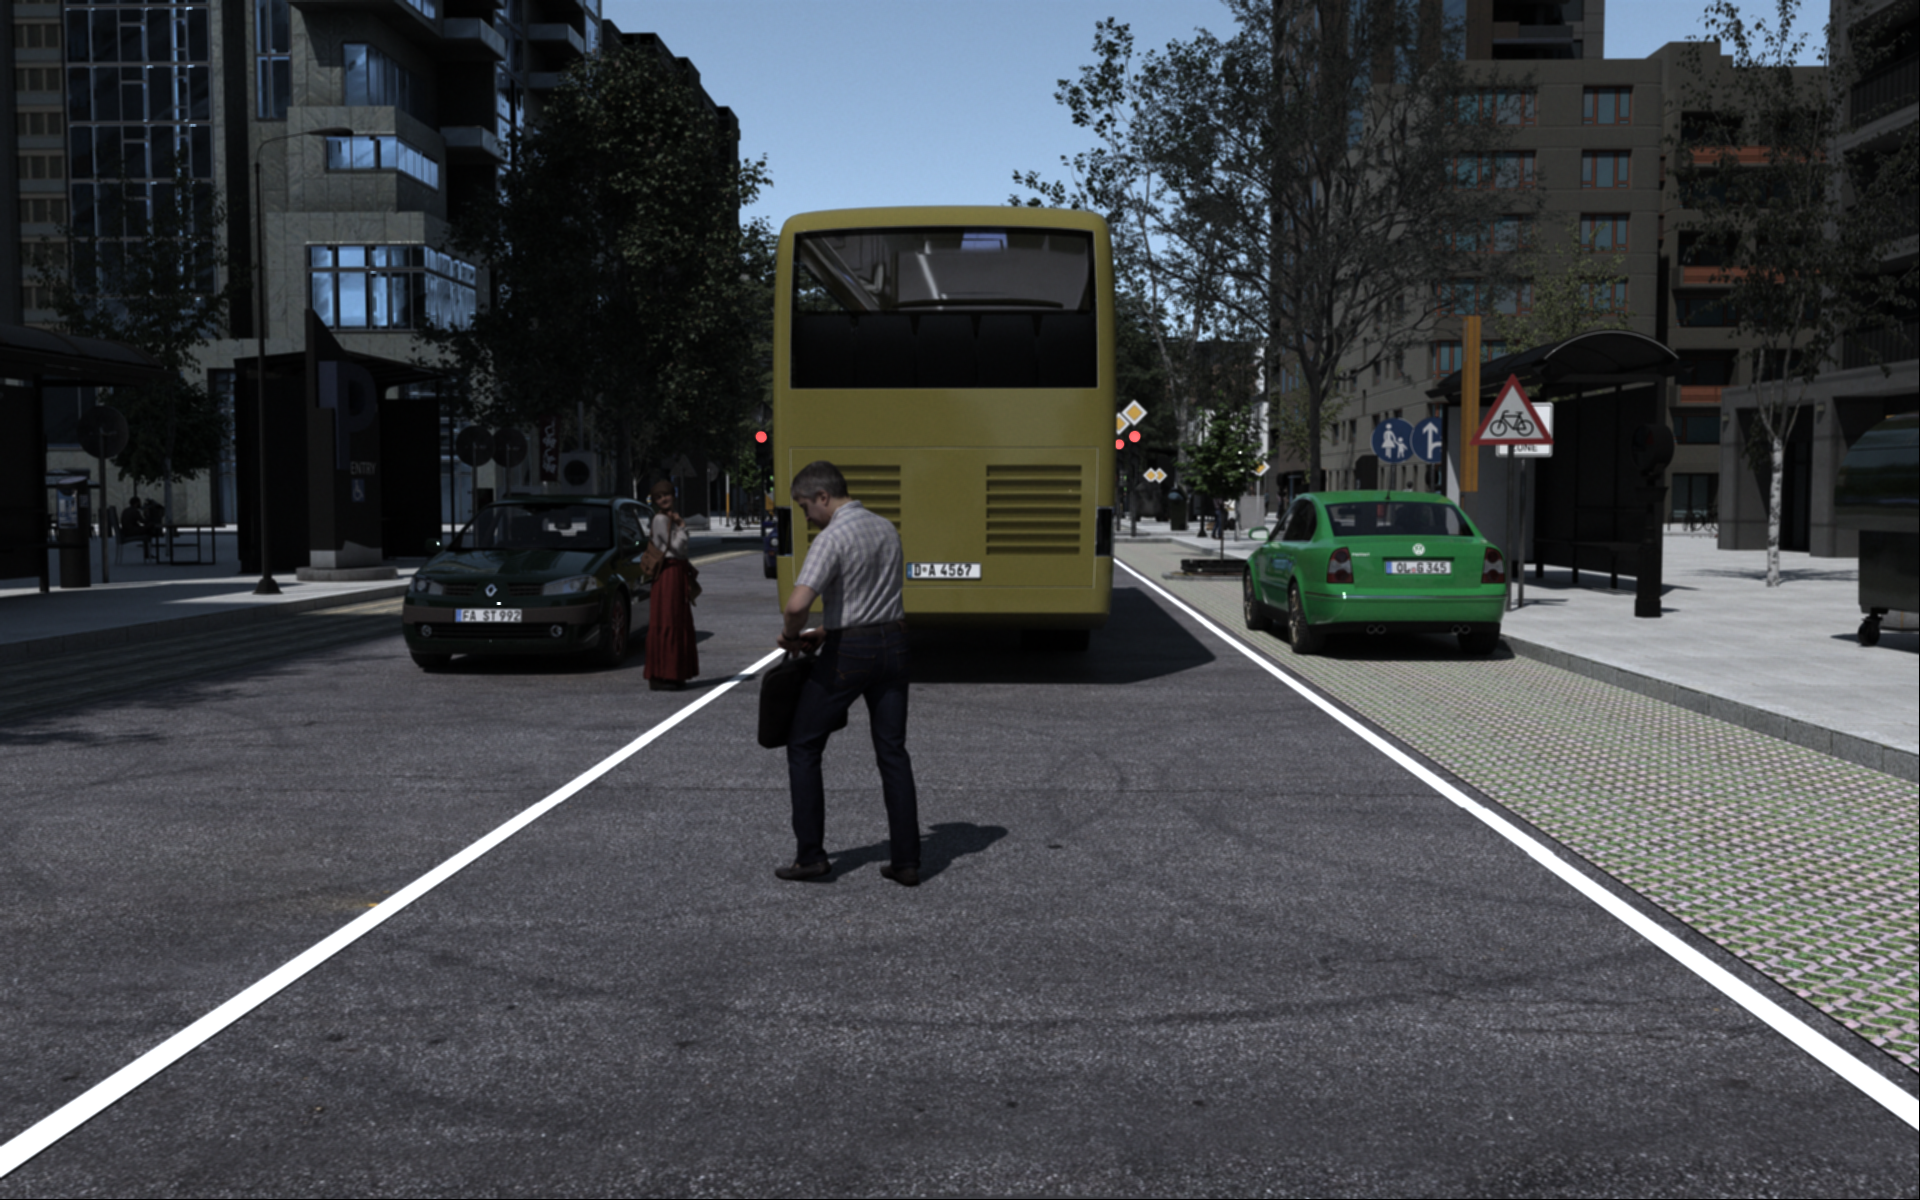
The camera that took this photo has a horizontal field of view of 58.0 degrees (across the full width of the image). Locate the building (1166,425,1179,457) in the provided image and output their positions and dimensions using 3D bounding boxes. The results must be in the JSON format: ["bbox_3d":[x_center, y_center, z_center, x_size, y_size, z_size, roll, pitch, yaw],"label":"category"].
[{"bbox_3d":[27.636,-14.882,185.467,9.099,9.664,28.070,0,4,2],"label":"building"}]

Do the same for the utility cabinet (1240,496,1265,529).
[{"bbox_3d":[10.636,-3.199,63.458,1.020,1.237,0.306,0,4,-3],"label":"utility cabinet"}]

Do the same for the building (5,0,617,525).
[{"bbox_3d":[-29.865,-47.239,85.025,22.319,86.520,31.000,0,4,2],"label":"building"}]

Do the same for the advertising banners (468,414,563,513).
[{"bbox_3d":[-9.679,-2.543,37.763,2.074,3.025,0.090,0,4,0],"label":"advertising banners"}]

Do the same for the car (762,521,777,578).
[{"bbox_3d":[-2.469,-1.109,30.707,1.945,1.354,3.894,0,4,0],"label":"car"}]

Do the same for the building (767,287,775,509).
[{"bbox_3d":[-23.663,-18.168,163.507,16.747,18.905,31.486,0,4,2],"label":"building"}]

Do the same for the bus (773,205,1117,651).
[{"bbox_3d":[0.140,-1.661,18.697,2.896,3.916,12.252,0,4,2],"label":"bus"}]

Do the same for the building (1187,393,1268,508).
[{"bbox_3d":[26.228,-13.170,157.481,9.099,9.664,28.070,0,4,2],"label":"building"}]

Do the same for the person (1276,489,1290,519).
[{"bbox_3d":[16.367,-4.904,88.188,0.435,1.587,0.963,-2,4,-27],"label":"person"}]

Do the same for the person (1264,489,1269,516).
[{"bbox_3d":[17.546,-5.583,99.531,0.499,1.552,0.429,-1,4,-13],"label":"person"}]

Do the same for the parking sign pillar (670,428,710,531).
[{"bbox_3d":[-9.417,-4.386,60.191,1.447,3.967,1.447,3,5,43],"label":"parking sign pillar"}]

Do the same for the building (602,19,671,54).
[{"bbox_3d":[-24.438,-20.671,109.680,14.160,30.474,14.107,0,4,2],"label":"building"}]

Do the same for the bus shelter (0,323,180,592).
[{"bbox_3d":[-11.345,-1.599,20.075,2.014,3.302,5.546,0,4,2],"label":"bus shelter"}]

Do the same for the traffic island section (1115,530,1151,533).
[{"bbox_3d":[5.464,-2.281,59.582,2.009,0.180,2.903,0,4,2],"label":"traffic island section"}]

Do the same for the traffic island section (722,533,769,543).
[{"bbox_3d":[-5.922,-1.817,51.983,2.009,0.180,2.903,0,4,2],"label":"traffic island section"}]

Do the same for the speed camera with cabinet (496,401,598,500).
[{"bbox_3d":[-8.787,-2.600,36.851,2.038,3.252,0.660,0,4,-1],"label":"speed camera with cabinet"}]

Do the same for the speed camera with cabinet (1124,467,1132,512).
[{"bbox_3d":[12.221,-8.098,126.731,0.660,3.252,2.038,1,4,12],"label":"speed camera with cabinet"}]

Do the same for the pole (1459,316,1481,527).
[{"bbox_3d":[5.877,-1.599,19.988,0.158,3.312,0.155,0,3,0],"label":"pole"}]

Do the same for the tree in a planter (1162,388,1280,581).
[{"bbox_3d":[4.432,-1.954,29.175,1.991,3.239,1.994,0,4,2],"label":"tree in a planter"}]

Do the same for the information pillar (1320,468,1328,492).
[{"bbox_3d":[10.349,-2.759,49.600,0.304,2.012,0.304,0,4,7],"label":"information pillar"}]

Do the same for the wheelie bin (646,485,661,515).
[{"bbox_3d":[-10.963,-3.376,63.104,0.693,1.594,0.980,2,4,29],"label":"wheelie bin"}]

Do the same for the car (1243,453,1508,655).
[{"bbox_3d":[3.872,-0.487,16.758,1.959,1.807,4.718,0,4,1],"label":"car"}]

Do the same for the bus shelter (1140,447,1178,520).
[{"bbox_3d":[10.326,-5.977,89.010,1.731,3.624,6.357,0,4,2],"label":"bus shelter"}]

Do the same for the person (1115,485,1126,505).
[{"bbox_3d":[8.401,-5.234,92.156,0.750,1.759,0.617,-3,5,-40],"label":"person"}]

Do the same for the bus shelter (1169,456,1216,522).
[{"bbox_3d":[11.149,-5.403,82.266,2.014,3.302,5.546,0,4,2],"label":"bus shelter"}]

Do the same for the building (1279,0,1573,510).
[{"bbox_3d":[27.416,-27.779,104.290,14.600,45.320,14.200,0,4,2],"label":"building"}]

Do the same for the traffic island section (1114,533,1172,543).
[{"bbox_3d":[5.193,-1.793,51.602,2.009,0.180,2.903,0,4,2],"label":"traffic island section"}]

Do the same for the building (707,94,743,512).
[{"bbox_3d":[-23.683,-21.532,123.744,14.160,30.474,14.107,0,4,2],"label":"building"}]

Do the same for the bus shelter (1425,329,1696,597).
[{"bbox_3d":[8.098,-1.843,24.062,2.014,3.302,5.546,0,4,2],"label":"bus shelter"}]

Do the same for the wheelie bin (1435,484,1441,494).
[{"bbox_3d":[9.806,-1.653,34.935,0.693,1.594,0.980,1,4,18],"label":"wheelie bin"}]

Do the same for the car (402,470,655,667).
[{"bbox_3d":[-3.639,-0.356,15.608,2.009,1.686,4.222,0,4,2],"label":"car"}]

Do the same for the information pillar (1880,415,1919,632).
[{"bbox_3d":[8.841,-0.713,16.150,0.304,2.012,0.304,-1,4,-10],"label":"information pillar"}]

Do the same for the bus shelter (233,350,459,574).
[{"bbox_3d":[-10.780,-2.427,30.964,1.731,3.624,6.357,0,4,2],"label":"bus shelter"}]

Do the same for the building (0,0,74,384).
[{"bbox_3d":[-52.957,-24.176,87.160,23.993,40.220,32.217,0,4,2],"label":"building"}]

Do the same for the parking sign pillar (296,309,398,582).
[{"bbox_3d":[-9.197,-2.288,25.889,1.447,3.967,1.447,1,4,12],"label":"parking sign pillar"}]

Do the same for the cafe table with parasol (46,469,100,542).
[{"bbox_3d":[-24.275,-2.551,46.571,2.610,1.966,2.610,1,4,15],"label":"cafe table with parasol"}]

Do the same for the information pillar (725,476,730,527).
[{"bbox_3d":[-9.094,-4.672,67.738,0.183,3.616,0.504,-1,4,-10],"label":"information pillar"}]

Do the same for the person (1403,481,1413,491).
[{"bbox_3d":[16.146,-3.401,62.376,0.376,1.734,0.841,-1,4,-13],"label":"person"}]

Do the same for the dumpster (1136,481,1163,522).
[{"bbox_3d":[8.688,-4.518,79.632,1.264,1.857,1.865,0,4,2],"label":"dumpster"}]

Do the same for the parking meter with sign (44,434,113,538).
[{"bbox_3d":[-25.937,-3.344,50.929,1.738,3.016,0.543,-2,4,-31],"label":"parking meter with sign"}]

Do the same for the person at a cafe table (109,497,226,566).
[{"bbox_3d":[-14.467,-1.260,31.455,1.726,1.238,1.698,-3,4,-37],"label":"person at a cafe table"}]

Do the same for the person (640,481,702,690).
[{"bbox_3d":[-2.123,-0.106,12.693,0.387,1.526,0.523,1,4,9],"label":"person"}]

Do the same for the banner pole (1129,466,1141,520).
[{"bbox_3d":[8.457,-5.785,84.605,0.863,3.779,0.401,-3,5,-45],"label":"banner pole"}]

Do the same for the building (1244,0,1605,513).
[{"bbox_3d":[31.346,-41.761,121.048,20.563,71.187,20.611,0,4,2],"label":"building"}]

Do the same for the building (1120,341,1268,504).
[{"bbox_3d":[37.591,-24.326,241.705,32.646,21.610,27.936,0,4,2],"label":"building"}]

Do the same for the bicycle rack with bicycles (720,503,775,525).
[{"bbox_3d":[-8.724,-3.597,72.189,2.852,0.926,2.925,-3,5,-43],"label":"bicycle rack with bicycles"}]

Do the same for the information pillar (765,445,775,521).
[{"bbox_3d":[-9.042,-5.553,82.145,0.504,3.616,0.183,-3,5,-40],"label":"information pillar"}]

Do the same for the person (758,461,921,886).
[{"bbox_3d":[-0.449,0.266,6.369,0.590,1.554,0.614,2,4,35],"label":"person"}]

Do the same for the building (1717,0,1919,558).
[{"bbox_3d":[27.449,-36.038,27.467,20.563,71.187,20.611,0,4,2],"label":"building"}]

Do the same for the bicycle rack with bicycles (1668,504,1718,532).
[{"bbox_3d":[25.828,-2.843,59.857,2.852,0.926,2.925,0,4,-1],"label":"bicycle rack with bicycles"}]

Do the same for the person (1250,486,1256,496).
[{"bbox_3d":[18.579,-6.359,110.138,0.434,1.807,0.598,2,4,28],"label":"person"}]

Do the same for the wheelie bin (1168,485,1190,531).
[{"bbox_3d":[7.652,-3.221,60.564,0.693,1.594,0.980,1,4,16],"label":"wheelie bin"}]

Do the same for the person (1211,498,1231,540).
[{"bbox_3d":[7.262,-2.465,48.302,0.435,1.587,0.963,-1,4,-11],"label":"person"}]

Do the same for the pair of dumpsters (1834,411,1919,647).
[{"bbox_3d":[8.105,-0.610,12.471,1.574,2.255,4.437,0,4,2],"label":"pair of dumpsters"}]

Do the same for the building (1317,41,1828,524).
[{"bbox_3d":[33.914,-14.534,82.666,28.899,21.520,27.650,0,4,2],"label":"building"}]

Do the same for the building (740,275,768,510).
[{"bbox_3d":[-23.850,-17.455,141.807,16.016,20.091,11.380,0,4,2],"label":"building"}]
